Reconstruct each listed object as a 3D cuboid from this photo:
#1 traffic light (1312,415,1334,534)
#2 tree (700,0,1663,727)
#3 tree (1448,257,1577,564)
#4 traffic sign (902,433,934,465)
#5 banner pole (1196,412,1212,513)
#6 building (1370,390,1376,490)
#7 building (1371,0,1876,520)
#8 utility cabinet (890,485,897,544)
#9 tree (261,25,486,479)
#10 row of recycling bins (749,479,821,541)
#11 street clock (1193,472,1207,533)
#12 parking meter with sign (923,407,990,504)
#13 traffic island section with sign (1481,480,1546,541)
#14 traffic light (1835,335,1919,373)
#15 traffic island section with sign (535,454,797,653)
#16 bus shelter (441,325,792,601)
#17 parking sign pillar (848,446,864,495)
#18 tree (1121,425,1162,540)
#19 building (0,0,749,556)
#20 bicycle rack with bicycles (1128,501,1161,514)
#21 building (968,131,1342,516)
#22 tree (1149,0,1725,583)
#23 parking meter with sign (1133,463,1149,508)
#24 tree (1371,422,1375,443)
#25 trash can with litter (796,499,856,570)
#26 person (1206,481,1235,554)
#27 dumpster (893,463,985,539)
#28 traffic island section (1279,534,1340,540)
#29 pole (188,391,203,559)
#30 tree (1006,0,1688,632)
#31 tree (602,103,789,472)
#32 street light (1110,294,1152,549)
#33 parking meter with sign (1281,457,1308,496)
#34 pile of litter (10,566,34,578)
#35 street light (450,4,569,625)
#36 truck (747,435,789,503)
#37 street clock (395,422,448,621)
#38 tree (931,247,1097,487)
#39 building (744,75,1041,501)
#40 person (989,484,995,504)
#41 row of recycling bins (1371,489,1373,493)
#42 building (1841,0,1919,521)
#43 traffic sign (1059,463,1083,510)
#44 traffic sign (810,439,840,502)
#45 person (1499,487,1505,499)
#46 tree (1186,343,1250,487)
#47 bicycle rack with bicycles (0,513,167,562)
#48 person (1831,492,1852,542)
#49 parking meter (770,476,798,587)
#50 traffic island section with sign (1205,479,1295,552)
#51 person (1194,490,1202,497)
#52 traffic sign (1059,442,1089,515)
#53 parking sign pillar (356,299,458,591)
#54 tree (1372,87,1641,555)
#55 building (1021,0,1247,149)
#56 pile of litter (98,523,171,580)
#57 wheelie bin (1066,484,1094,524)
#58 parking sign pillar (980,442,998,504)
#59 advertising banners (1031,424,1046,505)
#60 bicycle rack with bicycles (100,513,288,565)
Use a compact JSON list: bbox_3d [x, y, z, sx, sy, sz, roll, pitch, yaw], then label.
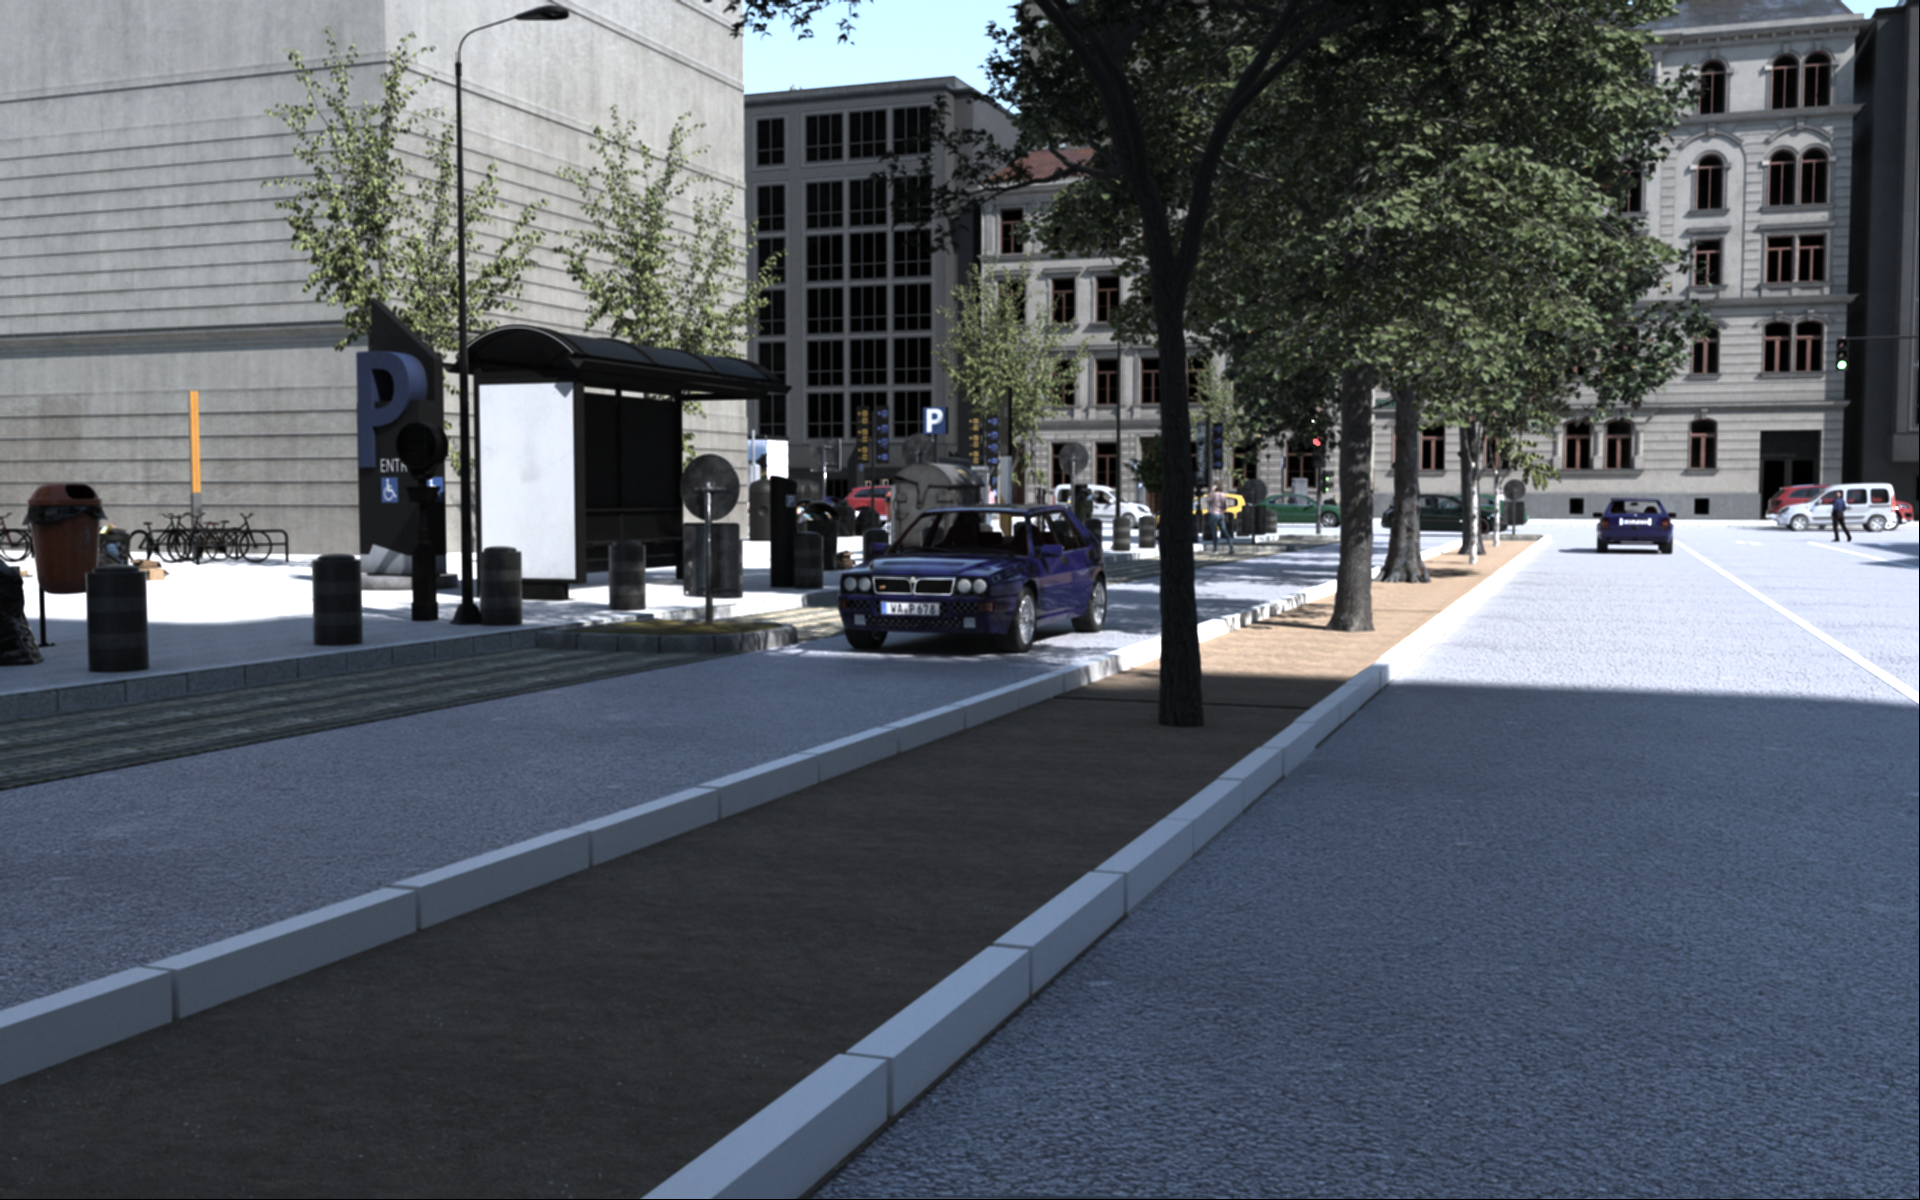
[{"bbox_3d":[11.535,-4.074,55.530,0.839,4.253,0.868,1,4,20],"label":"traffic light"},{"bbox_3d":[1.510,-4.516,10.712,8.767,10.594,7.601,1,4,20],"label":"tree"},{"bbox_3d":[10.385,-5.008,34.700,4.737,8.622,4.395,0,3,0],"label":"tree"},{"bbox_3d":[-0.874,-2.203,36.125,0.768,2.556,0.104,1,4,21],"label":"traffic sign"},{"bbox_3d":[7.466,-3.846,52.897,0.401,3.779,0.863,-2,4,-31],"label":"banner pole"},{"bbox_3d":[60.524,-25.311,258.870,28.899,21.520,27.650,1,4,20],"label":"building"},{"bbox_3d":[34.173,-18.634,92.050,23.554,28.519,14.401,1,4,20],"label":"building"},{"bbox_3d":[-1.022,-1.797,38.062,0.318,1.500,1.173,3,5,43],"label":"utility cabinet"},{"bbox_3d":[-9.094,-4.744,27.929,4.737,8.622,4.395,0,3,0],"label":"tree"},{"bbox_3d":[-4.846,-2.540,48.644,1.069,1.692,3.534,1,4,20],"label":"row of recycling bins"},{"bbox_3d":[7.807,-3.178,56.524,0.471,2.002,0.358,-2,4,-23],"label":"street clock"},{"bbox_3d":[-0.076,-2.393,35.393,0.543,3.016,1.738,2,4,30],"label":"parking meter with sign"},{"bbox_3d":[17.184,-2.795,53.832,2.006,1.907,1.989,1,4,20],"label":"traffic island section with sign"},{"bbox_3d":[27.566,-4.576,49.479,4.771,5.953,1.251,1,4,20],"label":"traffic light"},{"bbox_3d":[-2.652,-0.483,16.520,1.989,1.847,2.006,1,4,20],"label":"traffic island section with sign"},{"bbox_3d":[-4.384,-1.799,23.338,2.014,3.302,5.546,1,4,20],"label":"bus shelter"},{"bbox_3d":[-5.741,-6.523,95.120,1.447,3.967,1.447,-2,4,-26],"label":"parking sign pillar"},{"bbox_3d":[5.604,-3.303,48.605,1.663,3.219,1.824,0,3,0],"label":"tree"},{"bbox_3d":[-29.008,-16.711,49.644,44.131,29.872,17.030,1,4,20],"label":"building"},{"bbox_3d":[9.367,-4.608,88.720,2.852,0.926,2.925,0,4,2],"label":"bicycle rack with bicycles"},{"bbox_3d":[12.124,-16.015,97.996,21.152,22.565,11.583,1,4,20],"label":"building"},{"bbox_3d":[7.284,-6.637,27.980,9.611,12.733,9.660,0,3,0],"label":"tree"},{"bbox_3d":[9.671,-5.870,92.236,0.543,3.016,1.738,1,4,19],"label":"parking meter with sign"},{"bbox_3d":[23.085,-9.464,105.092,4.360,8.622,3.978,0,3,0],"label":"tree"},{"bbox_3d":[-2.237,-1.098,29.347,0.624,1.170,1.055,2,4,27],"label":"trash can with litter"},{"bbox_3d":[6.193,-1.957,41.081,0.593,1.750,0.643,-3,5,-40],"label":"person"},{"bbox_3d":[-0.415,-1.653,32.787,1.264,1.857,1.865,1,4,20],"label":"dumpster"},{"bbox_3d":[11.501,-2.043,55.678,2.009,0.180,2.903,1,4,20],"label":"traffic island section"},{"bbox_3d":[-15.186,-2.480,34.396,0.158,3.312,0.155,0,3,0],"label":"pole"},{"bbox_3d":[4.150,-5.967,18.148,7.486,12.596,7.792,0,3,0],"label":"tree"},{"bbox_3d":[-5.749,-5.083,33.466,4.737,8.622,4.395,0,3,0],"label":"tree"},{"bbox_3d":[4.181,-4.126,39.994,1.470,5.913,1.316,1,4,20],"label":"street light"},{"bbox_3d":[15.947,-5.196,81.207,1.738,3.016,0.543,0,4,-5],"label":"parking meter with sign"},{"bbox_3d":[-15.169,-0.774,26.621,1.719,0.858,1.176,1,4,16],"label":"pile of litter"},{"bbox_3d":[-4.368,-2.706,16.785,1.470,5.913,1.316,1,4,20],"label":"street light"},{"bbox_3d":[-13.944,-5.862,84.762,11.283,4.237,2.839,1,4,21],"label":"truck"},{"bbox_3d":[-5.429,-0.792,17.518,0.471,2.002,0.358,1,4,15],"label":"street clock"},{"bbox_3d":[1.648,-6.232,52.248,4.737,8.622,4.395,0,3,0],"label":"tree"},{"bbox_3d":[-8.506,-19.182,107.141,24.014,27.812,14.314,1,4,20],"label":"building"},{"bbox_3d":[1.034,-3.374,63.682,0.555,1.821,0.388,-2,4,-24],"label":"person"},{"bbox_3d":[33.547,-8.257,142.116,3.534,1.692,1.069,-1,4,-9],"label":"row of recycling bins"},{"bbox_3d":[56.165,-17.705,82.986,24.014,27.812,14.314,1,4,20],"label":"building"},{"bbox_3d":[3.059,-2.887,47.311,0.768,2.556,0.104,1,4,23],"label":"traffic sign"},{"bbox_3d":[-2.507,-1.836,32.142,0.606,2.300,0.079,1,4,20],"label":"traffic sign"},{"bbox_3d":[22.447,-3.851,72.137,0.621,1.740,0.551,1,4,15],"label":"person"},{"bbox_3d":[12.415,-8.106,82.892,4.737,8.622,4.395,0,3,0],"label":"tree"},{"bbox_3d":[-17.588,-1.232,33.531,2.925,0.926,2.852,0,4,5],"label":"bicycle rack with bicycles"},{"bbox_3d":[26.604,-2.520,52.402,0.574,1.496,0.600,0,4,8],"label":"person"},{"bbox_3d":[-2.436,-0.950,23.952,0.372,1.533,0.369,0,3,0],"label":"parking meter"},{"bbox_3d":[7.341,-2.131,43.477,1.989,1.847,2.006,1,4,20],"label":"traffic island section with sign"},{"bbox_3d":[10.536,-4.128,77.447,0.517,1.644,0.566,-1,4,-11],"label":"person"},{"bbox_3d":[2.775,-2.595,42.527,0.768,2.556,0.104,1,4,21],"label":"traffic sign"},{"bbox_3d":[-7.621,-2.148,23.597,1.447,3.967,1.447,2,4,33],"label":"parking sign pillar"},{"bbox_3d":[11.971,-8.003,40.735,7.806,13.903,7.818,0,3,0],"label":"tree"},{"bbox_3d":[22.455,-35.074,162.694,28.713,52.752,27.495,1,4,20],"label":"building"},{"bbox_3d":[-12.375,-0.730,25.906,1.176,0.858,1.719,0,4,7],"label":"pile of litter"},{"bbox_3d":[3.847,-2.872,54.857,0.693,1.594,0.980,3,5,44],"label":"wheelie bin"},{"bbox_3d":[1.263,-5.989,86.385,1.447,3.967,1.447,3,5,44],"label":"parking sign pillar"},{"bbox_3d":[1.943,-2.867,43.061,0.090,3.025,2.074,0,4,-6],"label":"advertising banners"},{"bbox_3d":[-14.121,-1.164,32.421,2.852,0.926,2.925,3,4,39],"label":"bicycle rack with bicycles"}]
